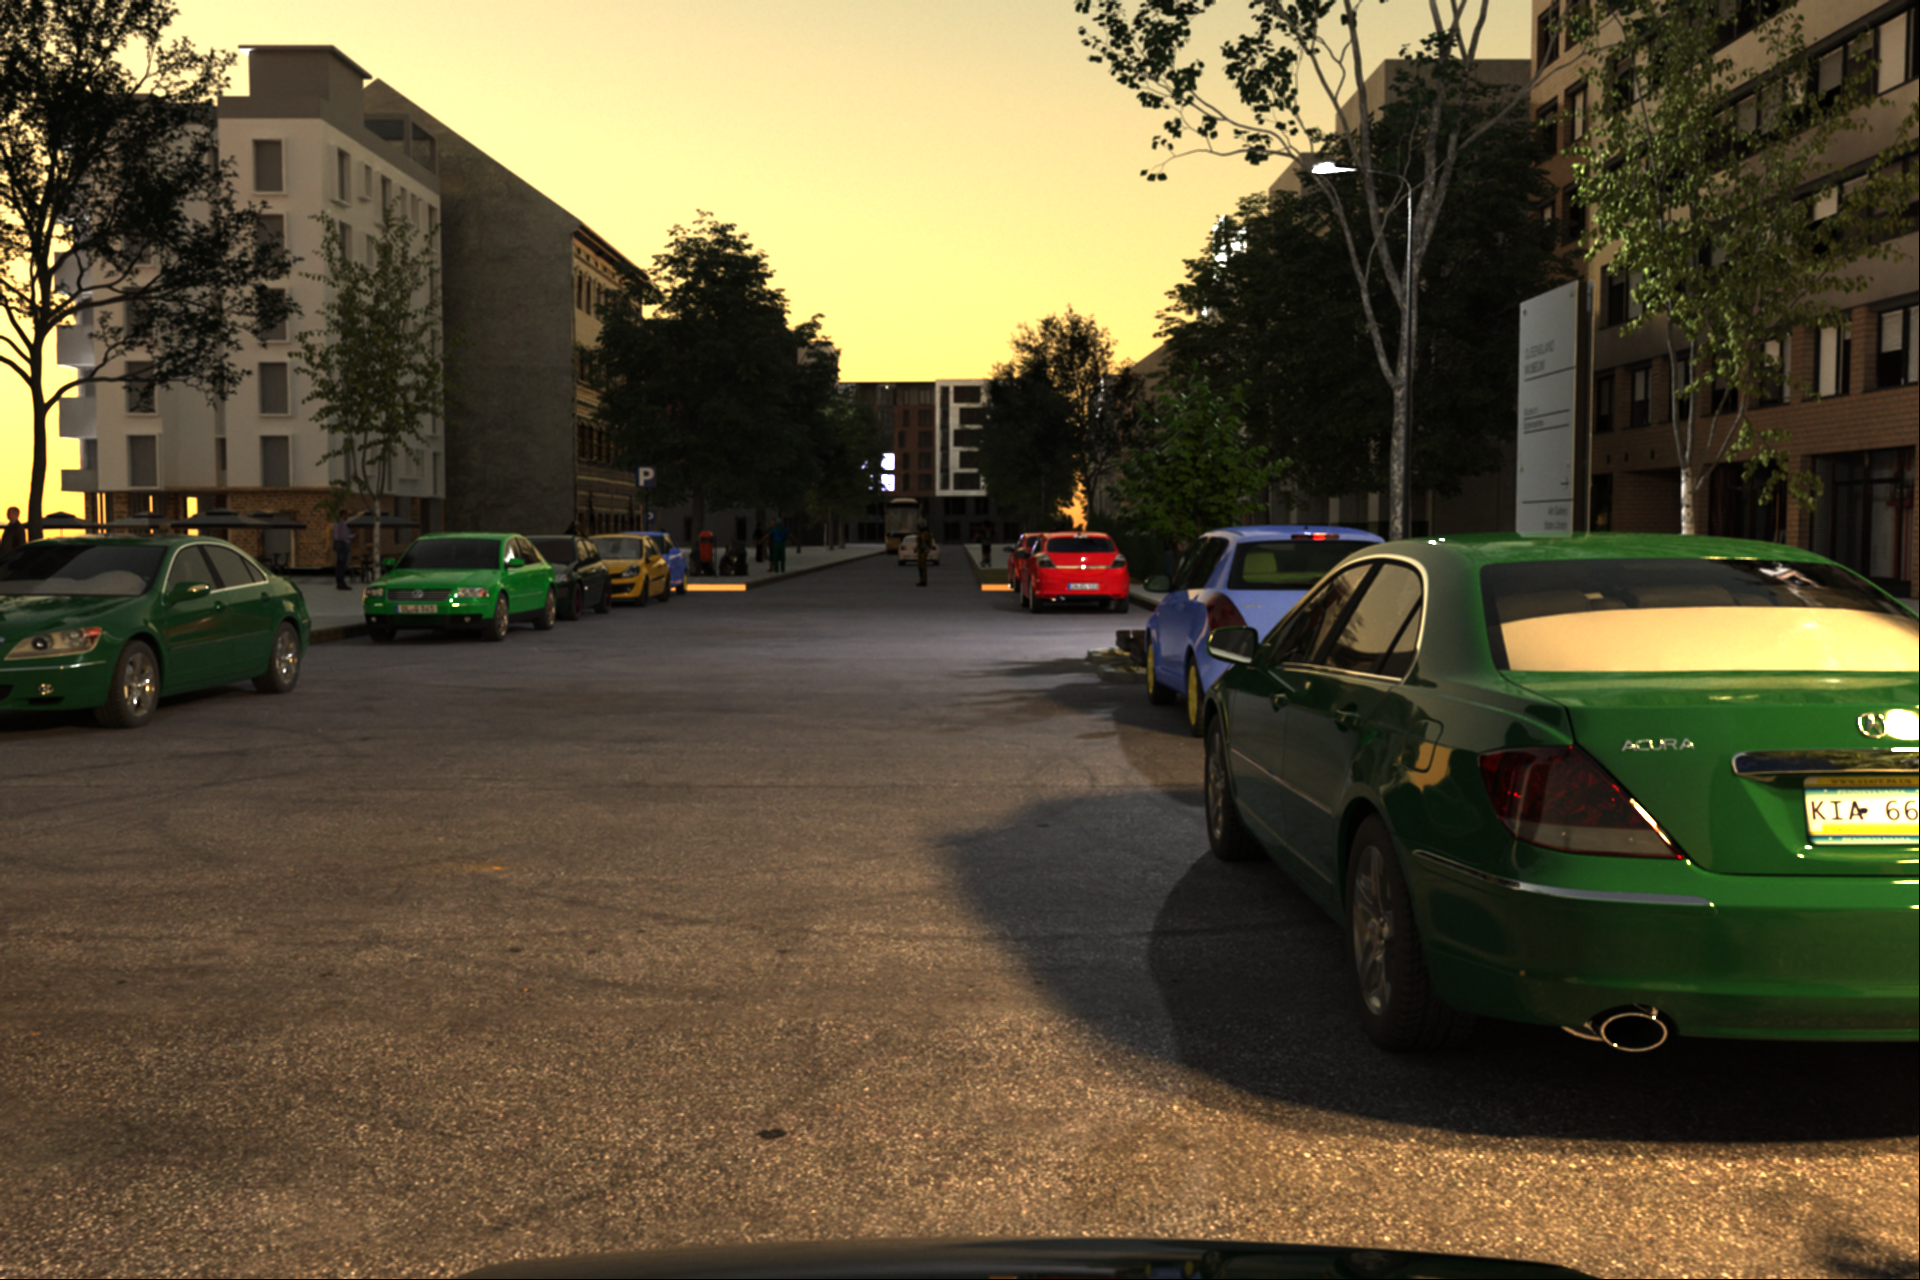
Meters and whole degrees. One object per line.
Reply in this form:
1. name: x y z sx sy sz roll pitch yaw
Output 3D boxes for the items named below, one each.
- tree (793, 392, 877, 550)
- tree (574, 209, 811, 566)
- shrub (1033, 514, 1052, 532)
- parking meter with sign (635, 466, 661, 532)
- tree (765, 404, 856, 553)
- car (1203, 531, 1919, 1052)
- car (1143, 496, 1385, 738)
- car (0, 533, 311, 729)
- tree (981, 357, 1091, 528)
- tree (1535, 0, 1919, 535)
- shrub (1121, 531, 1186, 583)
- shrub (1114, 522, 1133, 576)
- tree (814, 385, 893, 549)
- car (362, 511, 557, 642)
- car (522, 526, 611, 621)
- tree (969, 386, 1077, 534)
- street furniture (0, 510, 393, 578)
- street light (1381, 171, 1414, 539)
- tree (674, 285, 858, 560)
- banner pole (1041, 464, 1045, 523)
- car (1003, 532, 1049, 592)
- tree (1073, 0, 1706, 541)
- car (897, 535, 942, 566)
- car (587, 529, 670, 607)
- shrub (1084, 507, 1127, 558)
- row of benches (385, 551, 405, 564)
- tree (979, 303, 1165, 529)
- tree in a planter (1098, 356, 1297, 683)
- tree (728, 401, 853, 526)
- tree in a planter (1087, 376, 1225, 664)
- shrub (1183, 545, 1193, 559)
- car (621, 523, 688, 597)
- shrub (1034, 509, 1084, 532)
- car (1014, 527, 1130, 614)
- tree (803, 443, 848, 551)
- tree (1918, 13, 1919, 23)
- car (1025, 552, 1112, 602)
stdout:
1. tree: -10.601 -13.372 136.755 7.486 12.596 7.792 0 3 0
2. tree: -10.644 -9.989 69.982 9.857 13.997 8.962 0 3 0
3. shrub: 3.109 -3.402 60.045 1.690 2.028 1.600 0 3 0
4. parking meter with sign: -8.055 -3.001 45.327 0.543 3.016 1.738 0 4 -1
5. tree: -10.395 -11.042 114.943 7.601 10.594 8.767 -1 4 -11
6. car: 2.039 0.341 6.228 2.131 1.459 4.920 0 4 -1
7. car: 2.442 -0.239 13.496 1.945 1.707 3.694 0 4 -1
8. car: -6.968 -0.151 14.260 2.131 1.459 4.920 0 3 0
9. tree: 4.963 -11.787 110.840 7.486 12.596 7.792 0 3 0
10. tree: 8.562 -4.243 19.736 4.737 8.622 4.395 0 3 0
11. shrub: 5.036 -2.483 45.014 1.690 2.028 1.600 0 3 0
12. shrub: 5.154 -2.963 52.481 1.661 2.075 1.752 0 3 0
13. tree: -10.271 -14.881 149.960 9.857 13.997 8.962 0 3 0
14. car: -6.977 -0.960 24.490 1.959 1.807 4.718 0 4 0
15. car: -7.178 -1.228 29.864 2.009 1.686 4.222 0 4 0
16. tree: 5.346 -14.173 138.378 9.857 13.997 8.962 0 3 0
17. street furniture: -24.294 -3.069 55.205 27.439 1.986 14.083 0 4 2
18. street light: 6.170 -3.010 21.753 1.470 5.913 1.316 0 3 0
19. tree: -9.906 -10.980 86.170 9.857 13.997 8.962 0 3 0
20. banner pole: 2.969 -4.402 61.991 0.401 3.779 0.863 0 3 0
21. car: 2.190 -2.150 44.189 2.155 1.783 4.494 0 4 -1
22. tree: 8.435 -10.836 33.059 12.611 20.169 13.585 0 3 0
23. car: -1.879 -4.121 79.739 2.083 1.381 4.827 0 4 0
24. car: -7.011 -1.531 35.255 2.015 1.641 3.980 0 3 0
25. shrub: 3.880 -2.674 48.145 1.690 2.028 1.600 0 3 0
26. row of benches: -18.985 -2.949 63.678 4.104 0.672 1.422 0 4 -2
27. tree: 5.263 -8.280 69.787 8.767 10.594 7.601 -3 5 -42
28. tree in a planter: 2.409 -1.234 17.398 1.991 3.239 1.994 0 4 1
29. tree: -10.114 -10.060 98.899 8.767 10.594 7.601 0 4 6
30. tree in a planter: 2.460 -1.369 19.601 1.991 3.239 1.994 0 4 1
31. shrub: 8.478 -3.126 62.231 1.383 1.207 1.383 0 3 0
32. car: -7.355 -1.855 39.921 1.945 1.707 3.694 0 4 0
33. shrub: 3.039 -2.987 52.872 1.661 2.075 1.752 0 3 0
34. car: 2.116 -1.449 32.734 2.155 1.783 4.494 0 4 -1
35. tree: -10.088 -10.917 128.861 4.737 8.622 4.395 0 3 0
36. tree: 8.517 -4.561 8.989 7.601 10.594 8.767 -2 4 -32
37. car: 2.329 -1.709 37.729 2.009 1.686 4.222 0 4 -1
